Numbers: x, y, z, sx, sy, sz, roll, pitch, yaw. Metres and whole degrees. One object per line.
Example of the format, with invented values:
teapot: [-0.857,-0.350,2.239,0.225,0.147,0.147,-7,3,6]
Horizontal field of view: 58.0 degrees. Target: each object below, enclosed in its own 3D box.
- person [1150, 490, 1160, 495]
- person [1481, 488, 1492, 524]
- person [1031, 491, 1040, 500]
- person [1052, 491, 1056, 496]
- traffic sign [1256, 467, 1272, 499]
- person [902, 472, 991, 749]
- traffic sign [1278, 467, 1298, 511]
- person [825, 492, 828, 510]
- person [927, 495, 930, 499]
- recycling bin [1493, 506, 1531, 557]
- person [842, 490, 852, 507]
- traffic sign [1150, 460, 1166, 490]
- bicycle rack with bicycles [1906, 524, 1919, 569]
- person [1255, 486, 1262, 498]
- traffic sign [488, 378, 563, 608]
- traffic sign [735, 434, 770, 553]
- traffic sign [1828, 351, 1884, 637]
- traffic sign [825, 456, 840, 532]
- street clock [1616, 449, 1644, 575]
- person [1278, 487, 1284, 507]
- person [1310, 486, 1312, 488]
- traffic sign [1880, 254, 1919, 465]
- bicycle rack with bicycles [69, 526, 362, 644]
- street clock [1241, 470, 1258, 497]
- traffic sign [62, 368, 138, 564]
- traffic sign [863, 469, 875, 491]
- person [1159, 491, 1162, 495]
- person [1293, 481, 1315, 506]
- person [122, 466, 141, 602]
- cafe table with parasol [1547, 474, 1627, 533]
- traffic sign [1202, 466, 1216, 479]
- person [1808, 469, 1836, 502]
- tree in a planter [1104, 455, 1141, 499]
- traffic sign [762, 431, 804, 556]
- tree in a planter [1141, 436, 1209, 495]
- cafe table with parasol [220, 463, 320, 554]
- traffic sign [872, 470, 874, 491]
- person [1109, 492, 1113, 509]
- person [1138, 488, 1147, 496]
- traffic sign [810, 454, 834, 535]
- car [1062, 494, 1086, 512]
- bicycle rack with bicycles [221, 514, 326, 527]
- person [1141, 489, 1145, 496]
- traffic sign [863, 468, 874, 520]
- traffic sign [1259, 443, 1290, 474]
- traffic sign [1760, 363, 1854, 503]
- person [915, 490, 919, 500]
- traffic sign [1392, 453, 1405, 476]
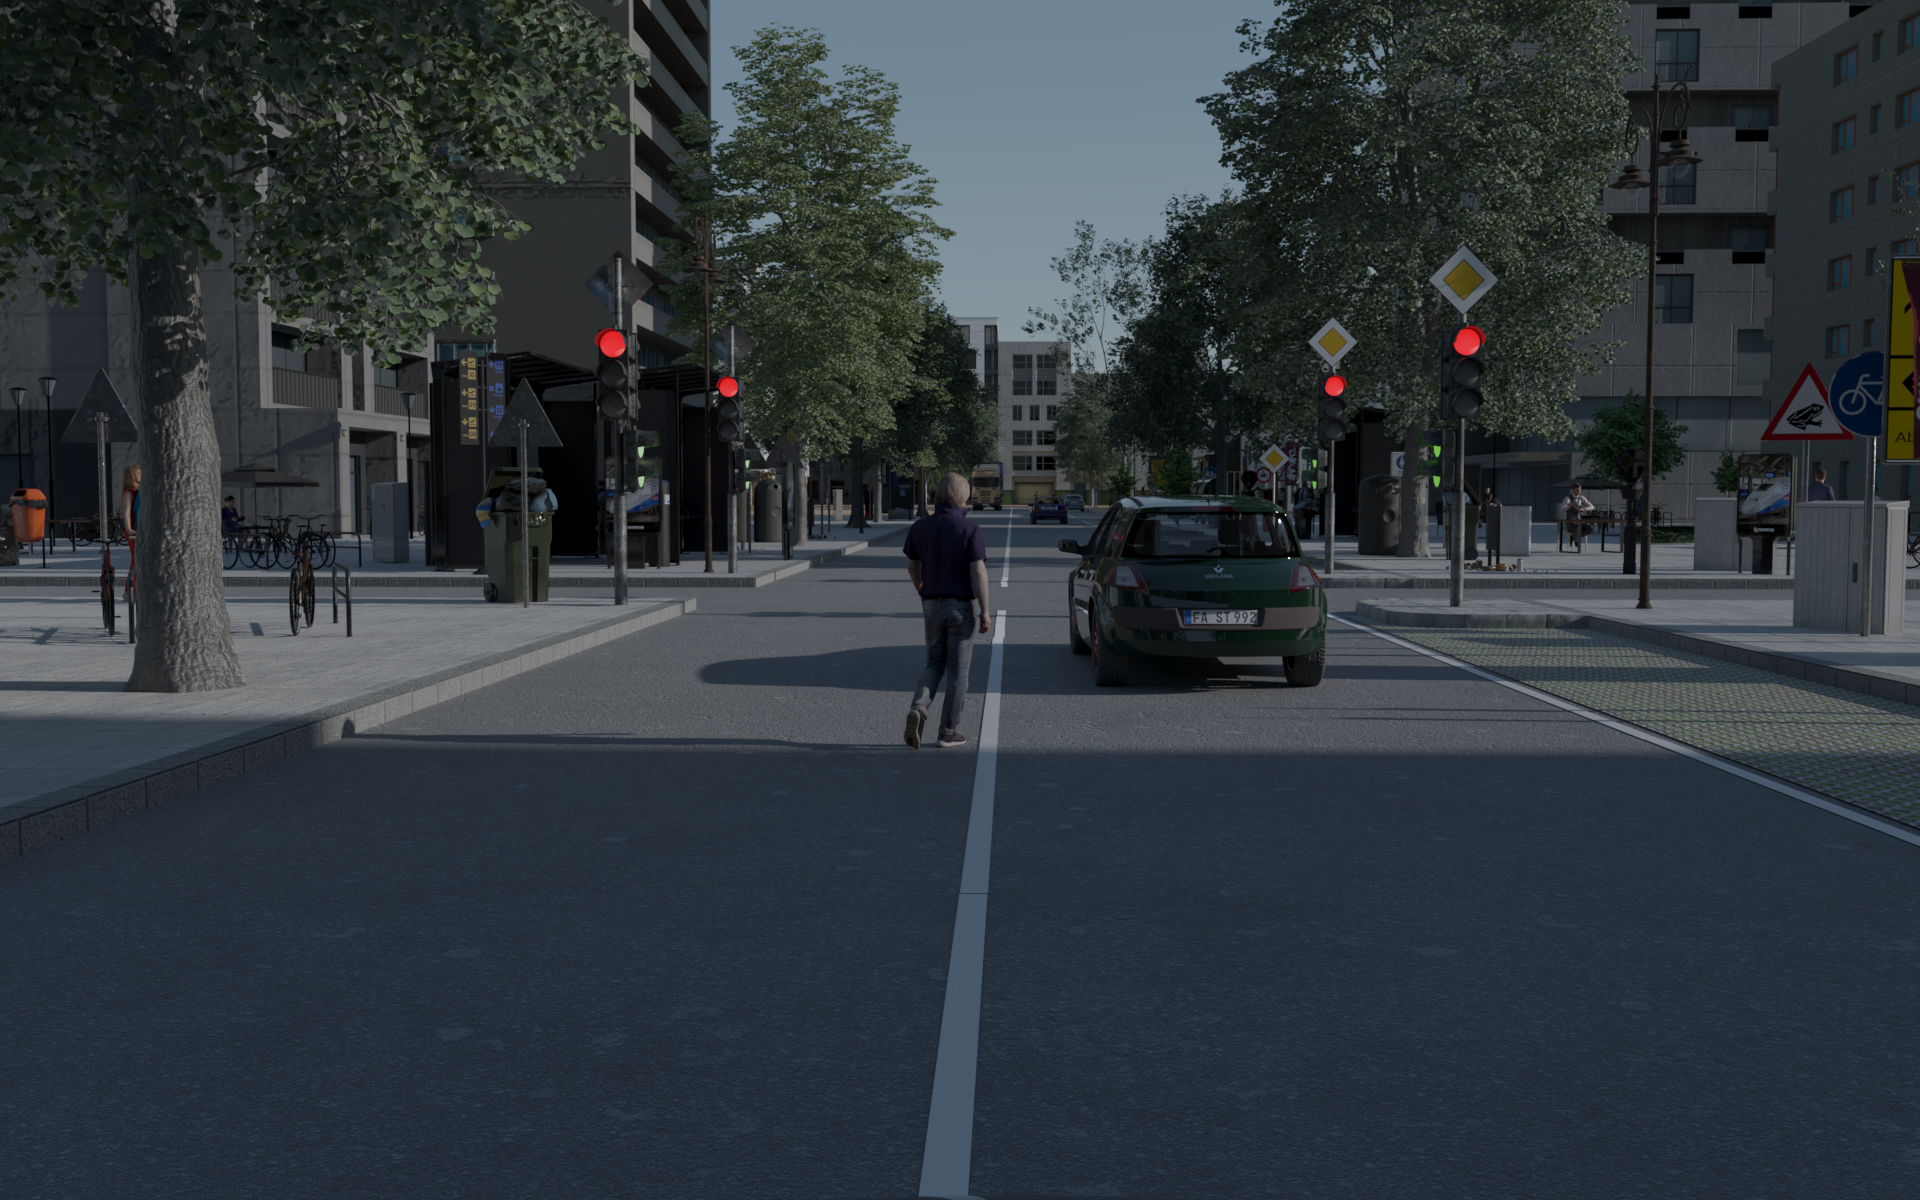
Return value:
person: [13.410,-6.913,119.593,1.217,1.766,0.721,-1,4,-21]
person: [22.857,-4.086,75.116,0.482,1.546,0.388,2,4,28]
person: [7.676,-10.122,174.709,1.217,1.735,0.721,-1,4,-21]
person: [9.060,-9.548,165.159,0.434,1.755,0.990,3,4,37]
traffic sign: [14.316,-4.993,81.738,0.768,2.556,0.104,1,4,9]
person: [-0.145,0.055,9.816,0.471,1.553,0.569,-2,4,-27]
traffic sign: [13.700,-4.441,72.614,0.884,2.594,0.081,0,4,8]
person: [-10.833,-8.040,140.713,0.599,1.433,0.991,-1,4,-14]
person: [-2.475,-7.128,122.601,0.705,1.823,1.348,1,4,20]
recycling bin: [11.434,-1.427,35.890,0.722,1.027,0.722,1,4,15]
person: [-10.911,-9.790,166.935,1.217,1.723,0.721,-1,4,-11]
traffic sign: [12.182,-6.519,100.461,2.265,3.308,0.079,1,4,9]
bicycle rack with bicycles: [17.044,-1.000,29.734,2.852,0.926,2.925,-2,4,-33]
person: [21.211,-7.163,123.165,0.705,1.824,1.348,-3,4,-38]
traffic sign: [-4.889,-1.189,19.448,0.884,2.594,0.081,1,4,10]
traffic sign: [-4.553,-2.291,37.462,0.884,2.594,0.081,0,4,4]
traffic sign: [8.161,-0.944,15.540,0.768,2.556,0.104,1,4,11]
traffic sign: [-4.421,-3.569,58.456,0.768,2.556,0.104,0,4,3]
street clock: [10.714,-1.412,27.663,0.471,2.002,0.358,2,4,25]
person: [17.366,-5.319,94.464,0.566,1.644,0.517,2,4,35]
person: [23.458,-6.699,115.549,1.348,1.826,0.705,0,4,-4]
traffic sign: [8.979,-1.276,14.733,2.265,3.308,0.079,0,4,2]
bicycle rack with bicycles: [-6.707,-0.147,15.794,2.852,0.926,2.925,-1,4,-22]
street clock: [8.770,-2.934,52.544,0.471,2.002,0.358,0,4,-3]
traffic sign: [-8.835,-1.092,17.852,0.884,2.594,0.081,0,4,5]
traffic sign: [-4.720,-5.464,89.334,0.884,2.594,0.081,0,4,6]
person: [17.670,-8.977,153.350,0.750,1.759,0.617,-3,4,-38]
person: [9.901,-2.639,50.008,0.655,1.722,0.431,3,5,44]
person: [-9.855,-0.797,20.775,0.444,1.614,0.593,1,4,17]
cafe table with parasol: [20.706,-3.192,57.062,2.610,1.966,2.610,3,5,41]
traffic sign: [11.533,-4.886,79.988,0.768,2.556,0.104,0,4,6]
person: [14.782,-1.397,29.806,0.530,1.710,0.541,-2,4,-29]
tree in a planter: [7.550,-5.076,80.221,1.991,3.239,1.994,0,4,2]
traffic sign: [-3.650,-2.185,35.731,0.884,2.594,0.081,0,4,5]
tree in a planter: [6.720,-3.420,53.142,1.991,3.239,1.994,0,4,2]
cafe table with parasol: [-15.513,-2.036,38.150,2.610,1.966,2.610,-1,4,-11]
traffic sign: [-4.559,-5.511,90.205,0.768,2.556,0.104,0,4,4]
person: [12.417,-8.155,142.642,0.557,1.426,1.065,-1,4,-9]
person: [11.694,-6.314,109.965,0.721,1.739,1.217,-3,4,-36]
traffic sign: [-4.292,-3.285,53.811,0.768,2.556,0.104,0,4,8]
car: [9.148,-7.810,139.702,2.014,1.417,4.499,0,4,3]
bicycle rack with bicycles: [-11.724,-1.018,30.032,2.925,0.926,2.852,3,4,38]
person: [14.880,-8.260,141.121,0.705,1.821,1.348,0,4,-6]
traffic sign: [-4.408,-5.199,85.002,0.884,2.594,0.081,0,4,6]
traffic sign: [8.174,-2.768,44.997,0.795,2.593,0.064,1,4,10]
traffic sign: [8.409,-1.055,17.252,0.884,2.594,0.081,0,4,7]
person: [-4.372,-10.653,182.704,0.705,1.821,1.348,-2,4,-27]
traffic sign: [10.856,-2.466,42.455,0.606,2.300,0.079,0,4,5]
